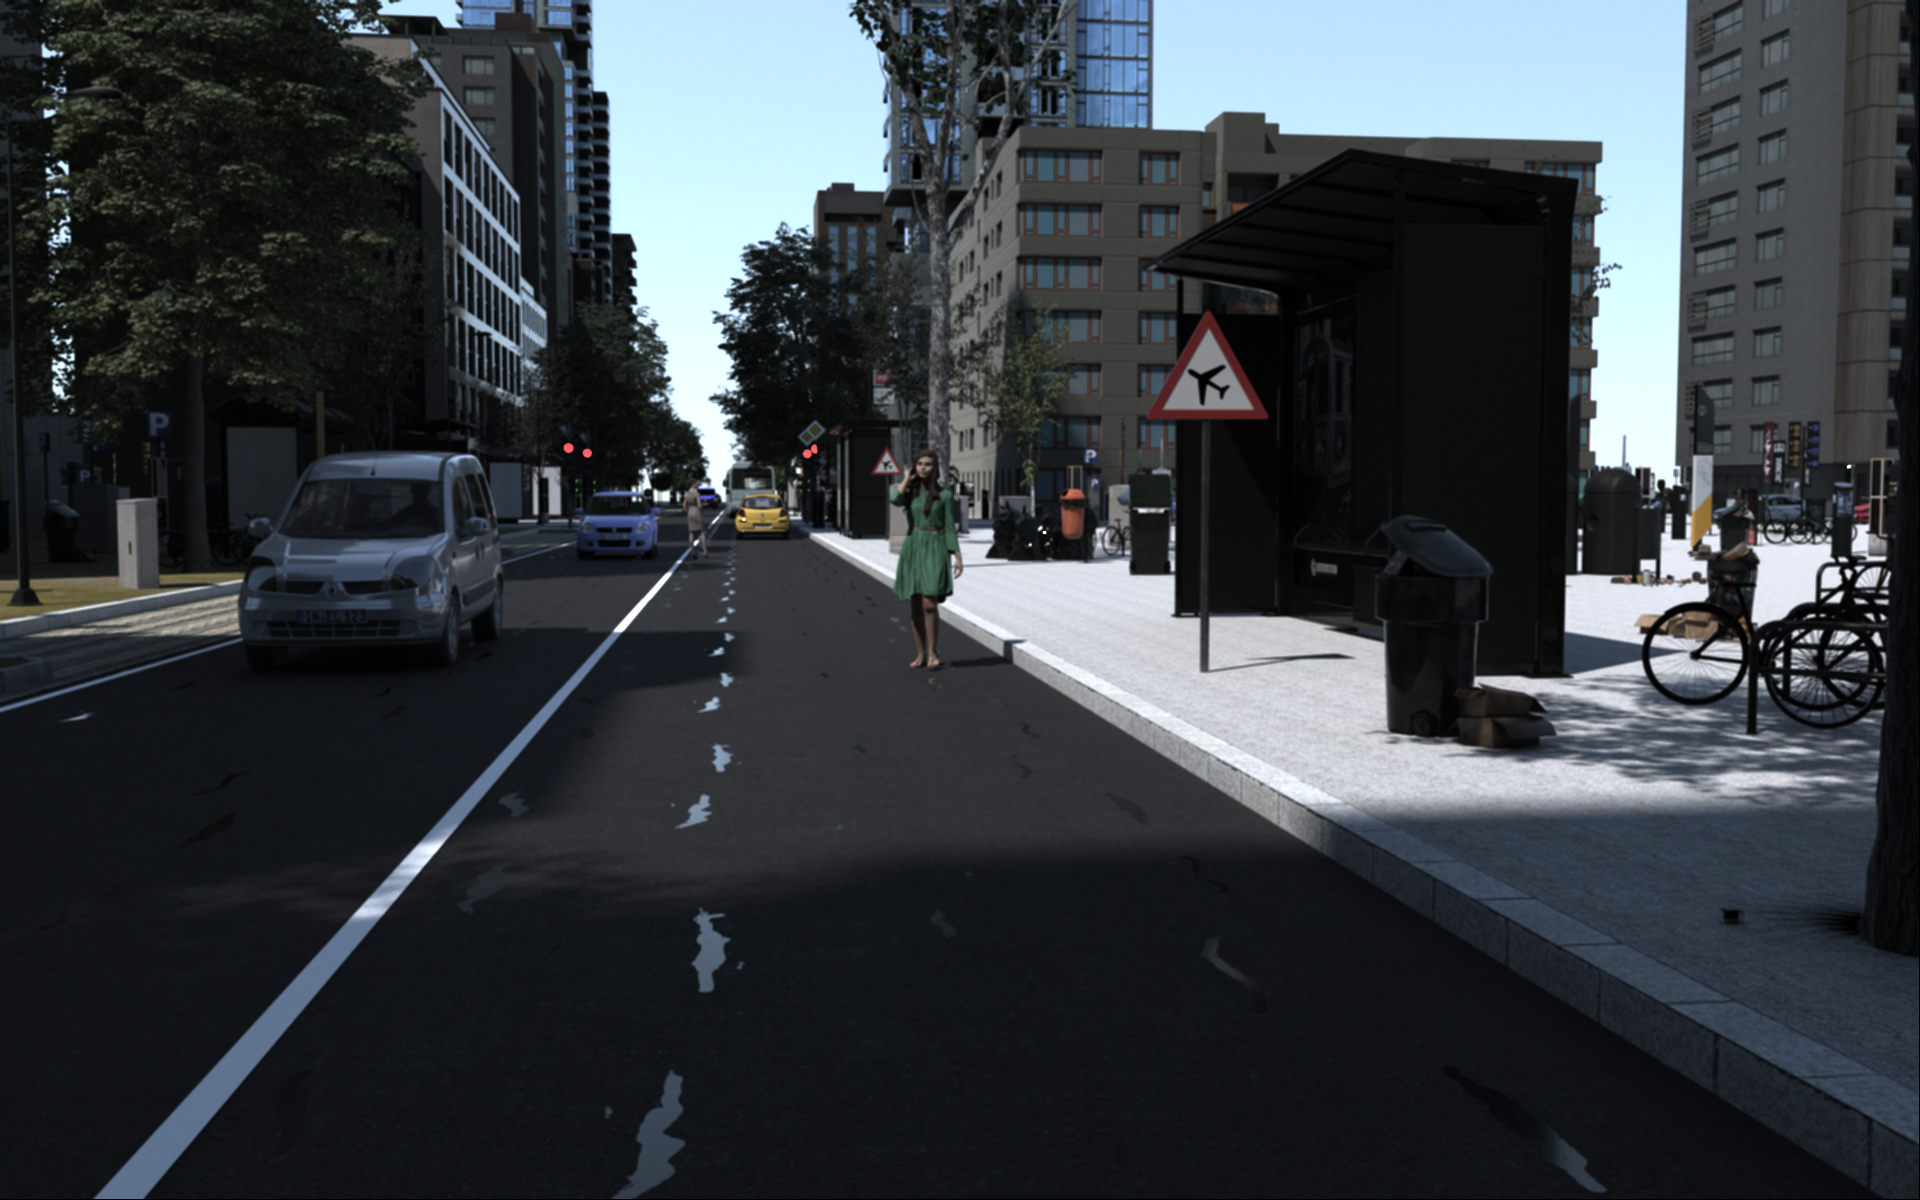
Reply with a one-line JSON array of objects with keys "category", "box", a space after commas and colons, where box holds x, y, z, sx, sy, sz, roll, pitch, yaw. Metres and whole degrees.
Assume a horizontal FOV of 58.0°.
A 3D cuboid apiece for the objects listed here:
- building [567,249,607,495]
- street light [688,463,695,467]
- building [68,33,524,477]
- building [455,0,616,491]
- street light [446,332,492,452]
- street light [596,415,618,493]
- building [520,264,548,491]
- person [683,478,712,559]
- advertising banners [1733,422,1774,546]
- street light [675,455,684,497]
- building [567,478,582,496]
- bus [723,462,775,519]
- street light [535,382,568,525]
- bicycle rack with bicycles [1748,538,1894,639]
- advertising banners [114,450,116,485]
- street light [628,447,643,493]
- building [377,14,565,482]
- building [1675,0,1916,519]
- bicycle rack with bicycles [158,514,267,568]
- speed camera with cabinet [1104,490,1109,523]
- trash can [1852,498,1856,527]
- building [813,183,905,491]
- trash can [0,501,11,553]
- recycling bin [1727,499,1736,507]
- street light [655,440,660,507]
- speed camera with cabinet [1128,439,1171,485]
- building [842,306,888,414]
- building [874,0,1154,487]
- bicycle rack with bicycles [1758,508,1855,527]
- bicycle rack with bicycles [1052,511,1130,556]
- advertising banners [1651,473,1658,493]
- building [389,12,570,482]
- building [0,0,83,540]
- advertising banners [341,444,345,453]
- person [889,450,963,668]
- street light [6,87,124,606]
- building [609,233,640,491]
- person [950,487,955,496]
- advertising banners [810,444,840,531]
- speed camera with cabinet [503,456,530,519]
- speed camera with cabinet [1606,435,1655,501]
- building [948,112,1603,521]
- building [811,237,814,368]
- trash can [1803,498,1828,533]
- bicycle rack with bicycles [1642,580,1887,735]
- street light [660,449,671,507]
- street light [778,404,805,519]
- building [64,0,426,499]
[{"category": "building", "box": [-49.374, -26.461, 204.341, 14.160, 30.474, 14.107, 0, 4, -7]}, {"category": "street light", "box": [-40.982, -17.587, 260.087, 1.470, 5.913, 1.316, 0, 4, -7]}, {"category": "building", "box": [-39.774, -18.680, 109.937, 19.350, 26.468, 34.151, 0, 4, -7]}, {"category": "building", "box": [-60.423, -57.296, 249.455, 22.319, 86.520, 31.000, 0, 4, -7]}, {"category": "street light", "box": [-14.095, -4.716, 49.650, 1.470, 5.913, 1.316, 0, 4, -7]}, {"category": "street light", "box": [-20.766, -7.898, 101.665, 1.470, 5.913, 1.316, 0, 4, -7]}, {"category": "building", "box": [-38.612, -17.198, 135.937, 10.420, 20.320, 16.860, 0, 4, -7]}, {"category": "person", "box": [-5.800, -1.799, 38.256, 0.599, 1.781, 0.374, 2, 4, 34]}, {"category": "advertising banners", "box": [19.657, -2.858, 42.919, 0.090, 3.025, 2.074, 0, 4, 1]}, {"category": "street light", "box": [-34.288, -14.408, 208.109, 1.470, 5.913, 1.316, 0, 4, -7]}, {"category": "building", "box": [-56.504, -30.064, 183.426, 32.217, 40.220, 23.993, 0, 4, -7]}, {"category": "bus", "box": [-12.768, -6.715, 104.642, 2.948, 3.499, 13.247, -1, 4, -9]}, {"category": "street light", "box": [-16.924, -6.075, 71.873, 1.470, 5.913, 1.316, 0, 4, -7]}, {"category": "bicycle rack with bicycles", "box": [9.724, -0.182, 16.364, 2.925, 0.926, 2.852, -1, 4, -23]}, {"category": "advertising banners", "box": [-34.165, -4.520, 70.089, 0.090, 3.025, 2.074, -2, 4, -25]}, {"category": "street light", "box": [-24.604, -9.720, 131.458, 1.470, 5.913, 1.316, 0, 4, -7]}, {"category": "building", "box": [-42.706, -28.631, 151.707, 14.154, 41.232, 14.086, 0, 4, -7]}, {"category": "building", "box": [48.876, -25.029, 92.813, 14.086, 41.232, 14.154, 0, 4, -7]}, {"category": "bicycle rack with bicycles", "box": [-13.381, -1.115, 31.619, 2.925, 0.926, 2.852, -2, 4, -35]}, {"category": "speed camera with cabinet", "box": [7.160, -4.936, 75.038, 0.660, 3.252, 2.038, -3, 5, -44]}, {"category": "trash can", "box": [32.949, -3.232, 64.504, 0.748, 1.137, 0.748, 0, 3, 0]}, {"category": "building", "box": [-13.744, -36.626, 248.951, 14.600, 45.320, 14.200, 0, 4, -7]}, {"category": "trash can", "box": [-21.234, -1.615, 38.054, 0.748, 1.137, 0.748, 0, 3, 0]}, {"category": "recycling bin", "box": [39.549, -4.649, 88.572, 0.722, 1.027, 0.722, -1, 4, -11]}, {"category": "street light", "box": [-26.608, -10.720, 147.817, 1.470, 5.913, 1.316, 0, 4, -7]}, {"category": "speed camera with cabinet", "box": [6.571, -4.159, 62.342, 2.038, 3.252, 0.660, 1, 4, 9]}, {"category": "building", "box": [2.921, -20.215, 175.547, 27.650, 21.520, 28.899, 0, 4, -7]}, {"category": "building", "box": [2.777, -50.164, 132.860, 22.319, 86.520, 31.000, 0, 4, -7]}, {"category": "bicycle rack with bicycles", "box": [21.836, -1.927, 44.882, 2.852, 0.926, 2.925, -2, 4, -34]}, {"category": "bicycle rack with bicycles", "box": [2.887, -1.431, 36.775, 2.852, 0.926, 2.925, 2, 4, 33]}, {"category": "advertising banners", "box": [57.790, -8.998, 143.304, 2.074, 3.025, 0.090, -2, 4, -31]}, {"category": "building", "box": [-45.197, -31.522, 165.496, 14.600, 45.320, 14.200, 0, 4, -7]}, {"category": "building", "box": [-36.119, -36.820, 40.264, 20.611, 71.187, 20.563, 0, 4, -7]}, {"category": "advertising banners", "box": [-21.815, -3.954, 60.828, 0.090, 3.025, 2.074, -2, 4, -30]}, {"category": "person", "box": [-0.272, -0.335, 14.222, 0.600, 1.795, 0.529, 0, 4, 1]}, {"category": "street light", "box": [-10.248, -2.894, 19.858, 1.470, 5.913, 1.316, 0, 4, -7]}, {"category": "building", "box": [-63.704, -38.288, 280.634, 22.147, 44.769, 28.867, 0, 4, -7]}, {"category": "person", "box": [-0.436, -3.865, 71.868, 0.537, 1.800, 0.526, 0, 4, -2]}, {"category": "advertising banners", "box": [-4.556, -4.182, 64.563, 2.074, 3.025, 0.090, -1, 4, -14]}, {"category": "speed camera with cabinet", "box": [-22.665, -5.737, 88.144, 2.038, 3.252, 0.660, 3, 5, 43]}, {"category": "speed camera with cabinet", "box": [22.645, -3.923, 58.475, 2.038, 3.252, 0.660, -2, 4, -35]}, {"category": "building", "box": [15.364, -15.415, 97.075, 28.899, 21.520, 27.650, 0, 4, -7]}, {"category": "building", "box": [-16.811, -36.301, 277.111, 14.154, 41.232, 14.086, 0, 4, -7]}, {"category": "trash can", "box": [28.532, -2.821, 57.781, 0.748, 1.137, 0.748, 0, 3, 0]}, {"category": "bicycle rack with bicycles", "box": [5.368, 0.223, 9.729, 2.925, 0.926, 2.852, 2, 4, 32]}, {"category": "street light", "box": [-30.487, -12.585, 178.311, 1.470, 5.913, 1.316, 0, 4, -7]}, {"category": "street light", "box": [-8.433, -7.064, 88.037, 1.470, 5.913, 1.316, 0, 4, -7]}, {"category": "building", "box": [-34.068, -15.611, 84.925, 12.332, 23.373, 15.834, 0, 4, -7]}]
